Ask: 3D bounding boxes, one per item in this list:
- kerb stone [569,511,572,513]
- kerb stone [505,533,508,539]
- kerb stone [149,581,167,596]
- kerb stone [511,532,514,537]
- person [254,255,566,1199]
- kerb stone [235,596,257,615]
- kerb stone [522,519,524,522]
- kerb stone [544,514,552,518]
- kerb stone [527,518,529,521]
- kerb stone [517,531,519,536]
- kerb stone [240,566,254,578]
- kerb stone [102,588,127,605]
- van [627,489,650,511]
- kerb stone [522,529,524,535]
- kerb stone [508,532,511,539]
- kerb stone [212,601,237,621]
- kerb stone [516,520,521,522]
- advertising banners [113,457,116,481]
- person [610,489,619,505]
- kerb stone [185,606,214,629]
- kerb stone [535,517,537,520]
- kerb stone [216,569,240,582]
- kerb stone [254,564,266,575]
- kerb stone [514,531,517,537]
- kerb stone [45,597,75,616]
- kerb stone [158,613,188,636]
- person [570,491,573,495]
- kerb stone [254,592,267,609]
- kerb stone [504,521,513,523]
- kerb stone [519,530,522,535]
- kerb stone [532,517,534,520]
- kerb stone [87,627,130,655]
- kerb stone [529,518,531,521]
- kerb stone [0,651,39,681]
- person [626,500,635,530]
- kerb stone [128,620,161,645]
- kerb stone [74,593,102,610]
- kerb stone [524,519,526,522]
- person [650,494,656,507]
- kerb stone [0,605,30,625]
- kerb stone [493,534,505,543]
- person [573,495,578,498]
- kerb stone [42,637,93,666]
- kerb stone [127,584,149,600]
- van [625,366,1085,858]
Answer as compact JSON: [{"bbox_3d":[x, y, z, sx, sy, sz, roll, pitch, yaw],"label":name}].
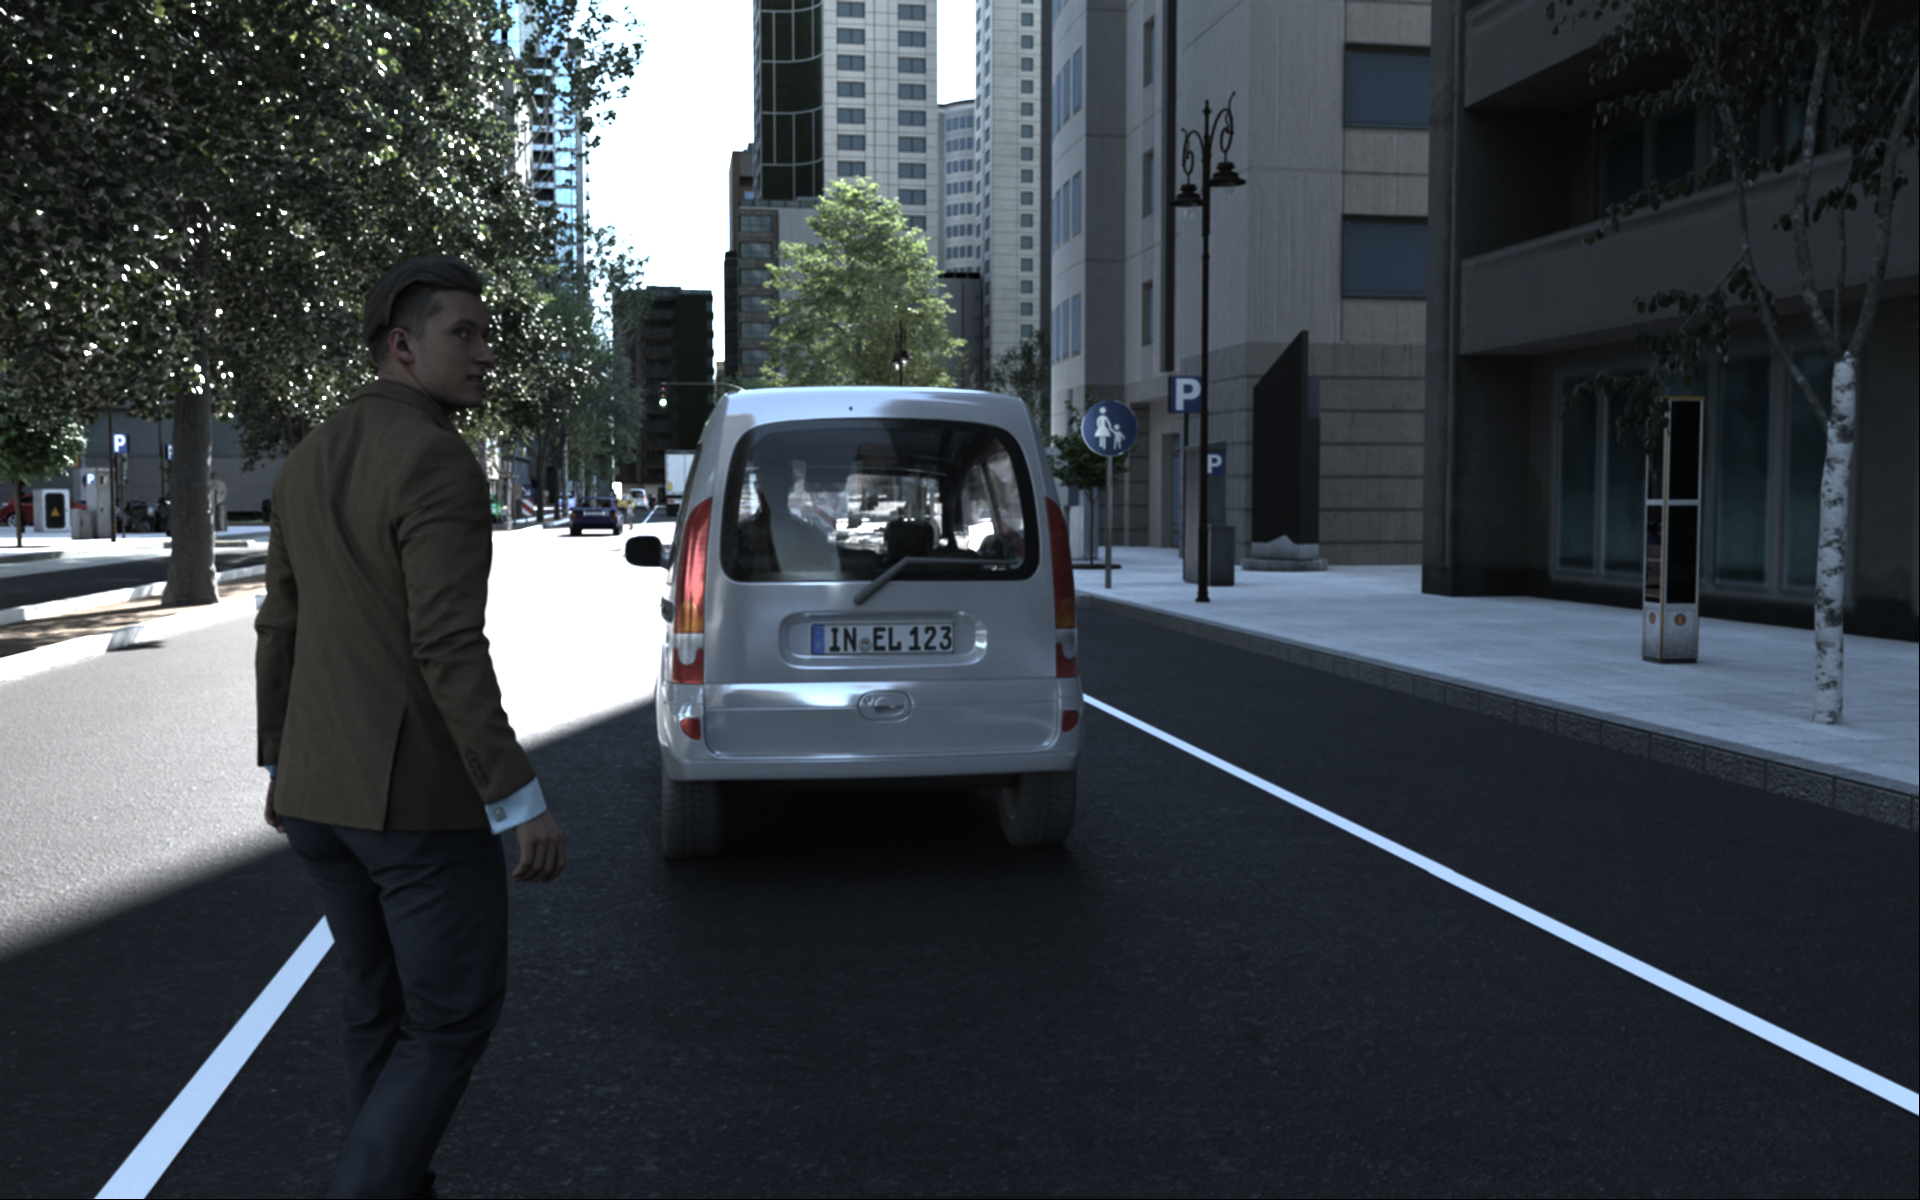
[{"bbox_3d":[-30.047,-6.858,134.318,0.120,0.150,1.000,-1,4,-10],"label":"kerb stone"},{"bbox_3d":[-14.360,-1.963,54.297,0.120,0.150,1.000,-1,4,-10],"label":"kerb stone"},{"bbox_3d":[-11.462,-0.147,24.604,0.120,0.150,1.000,-1,4,-10],"label":"kerb stone"},{"bbox_3d":[-14.699,-2.082,56.320,0.120,0.150,1.000,-1,4,-10],"label":"kerb stone"},{"bbox_3d":[-0.944,0.336,2.922,0.656,1.842,0.836,1,4,8],"label":"person"},{"bbox_3d":[-8.696,0.082,20.897,0.120,0.150,1.000,-1,4,-10],"label":"kerb stone"},{"bbox_3d":[-21.821,-3.889,85.784,0.120,0.150,1.000,-1,4,-10],"label":"kerb stone"},{"bbox_3d":[-25.254,-5.126,106.013,0.120,0.150,1.000,-1,4,-10],"label":"kerb stone"},{"bbox_3d":[-22.330,-4.075,88.823,0.120,0.150,1.000,-1,4,-10],"label":"kerb stone"},{"bbox_3d":[-15.045,-2.211,58.348,0.120,0.150,1.000,-1,4,-10],"label":"kerb stone"},{"bbox_3d":[-12.316,-0.457,29.674,0.120,0.150,1.000,-1,4,-10],"label":"kerb stone"},{"bbox_3d":[-11.110,-0.023,22.582,0.120,0.150,1.000,-1,4,-10],"label":"kerb stone"},{"bbox_3d":[-27.088,-8.479,145.650,2.013,2.044,4.112,0,4,-8],"label":"van"},{"bbox_3d":[-15.391,-2.335,60.369,0.120,0.150,1.000,-1,4,-10],"label":"kerb stone"},{"bbox_3d":[-14.527,-2.025,55.311,0.120,0.150,1.000,-1,4,-10],"label":"kerb stone"},{"bbox_3d":[-8.519,0.142,19.881,0.120,0.150,1.000,-1,4,-10],"label":"kerb stone"},{"bbox_3d":[-21.480,-3.765,83.759,0.120,0.150,1.000,-1,4,-10],"label":"kerb stone"},{"bbox_3d":[-40.278,-5.223,81.584,2.074,3.025,0.090,2,4,35],"label":"advertising banners"},{"bbox_3d":[-24.218,-6.887,121.197,0.616,1.811,0.778,1,4,14],"label":"person"},{"bbox_3d":[-8.349,0.203,18.874,0.120,0.150,1.000,-1,4,-10],"label":"kerb stone"},{"bbox_3d":[-23.189,-4.383,93.875,0.120,0.150,1.000,-1,4,-10],"label":"kerb stone"},{"bbox_3d":[-12.142,-0.395,28.657,0.120,0.150,1.000,-1,4,-10],"label":"kerb stone"},{"bbox_3d":[-12.491,-0.519,30.689,0.120,0.150,1.000,-1,4,-10],"label":"kerb stone"},{"bbox_3d":[-14.873,-2.150,57.340,0.120,0.150,1.000,-1,4,-10],"label":"kerb stone"},{"bbox_3d":[-10.770,0.104,20.567,0.120,0.150,1.000,-1,4,-10],"label":"kerb stone"},{"bbox_3d":[-8.187,0.270,17.865,0.120,0.150,1.000,-1,4,-10],"label":"kerb stone"},{"bbox_3d":[-38.912,-10.020,173.011,0.721,1.739,1.217,-1,4,-17],"label":"person"},{"bbox_3d":[-8.869,0.018,21.907,0.120,0.150,1.000,-1,4,-10],"label":"kerb stone"},{"bbox_3d":[-20.788,-3.518,79.713,0.120,0.150,1.000,-1,4,-10],"label":"kerb stone"},{"bbox_3d":[-15.202,-2.273,59.357,0.120,0.150,1.000,-1,4,-10],"label":"kerb stone"},{"bbox_3d":[-22.847,-4.259,91.854,0.120,0.150,1.000,-1,4,-10],"label":"kerb stone"},{"bbox_3d":[-7.840,0.388,15.849,0.120,0.150,1.000,-1,4,-10],"label":"kerb stone"},{"bbox_3d":[-22.504,-4.137,89.835,0.120,0.150,1.000,-1,4,-10],"label":"kerb stone"},{"bbox_3d":[-7.498,0.521,13.817,0.120,0.150,1.000,-1,4,-10],"label":"kerb stone"},{"bbox_3d":[-12.971,-3.353,68.337,0.382,1.210,0.505,-1,4,-22],"label":"person"},{"bbox_3d":[-8.013,0.326,16.857,0.120,0.150,1.000,-1,4,-10],"label":"kerb stone"},{"bbox_3d":[-10.947,0.038,21.573,0.120,0.150,1.000,-1,4,-10],"label":"kerb stone"},{"bbox_3d":[-21.989,-3.951,86.793,0.120,0.150,1.000,-1,4,-10],"label":"kerb stone"},{"bbox_3d":[-34.838,-11.285,196.245,0.697,1.427,0.421,1,4,11],"label":"person"},{"bbox_3d":[-10.606,0.162,19.556,0.120,0.150,1.000,-1,4,-10],"label":"kerb stone"},{"bbox_3d":[-14.181,-1.898,53.289,0.120,0.150,1.000,-1,4,-10],"label":"kerb stone"},{"bbox_3d":[-47.574,-12.588,214.303,0.705,1.826,1.348,1,4,16],"label":"person"},{"bbox_3d":[-7.671,0.451,14.826,0.120,0.150,1.000,-1,4,-10],"label":"kerb stone"},{"bbox_3d":[-11.290,-0.083,23.595,0.120,0.150,1.000,-1,4,-10],"label":"kerb stone"},{"bbox_3d":[-0.596,-0.078,8.280,2.013,2.044,4.112,-1,4,-9],"label":"van"}]
